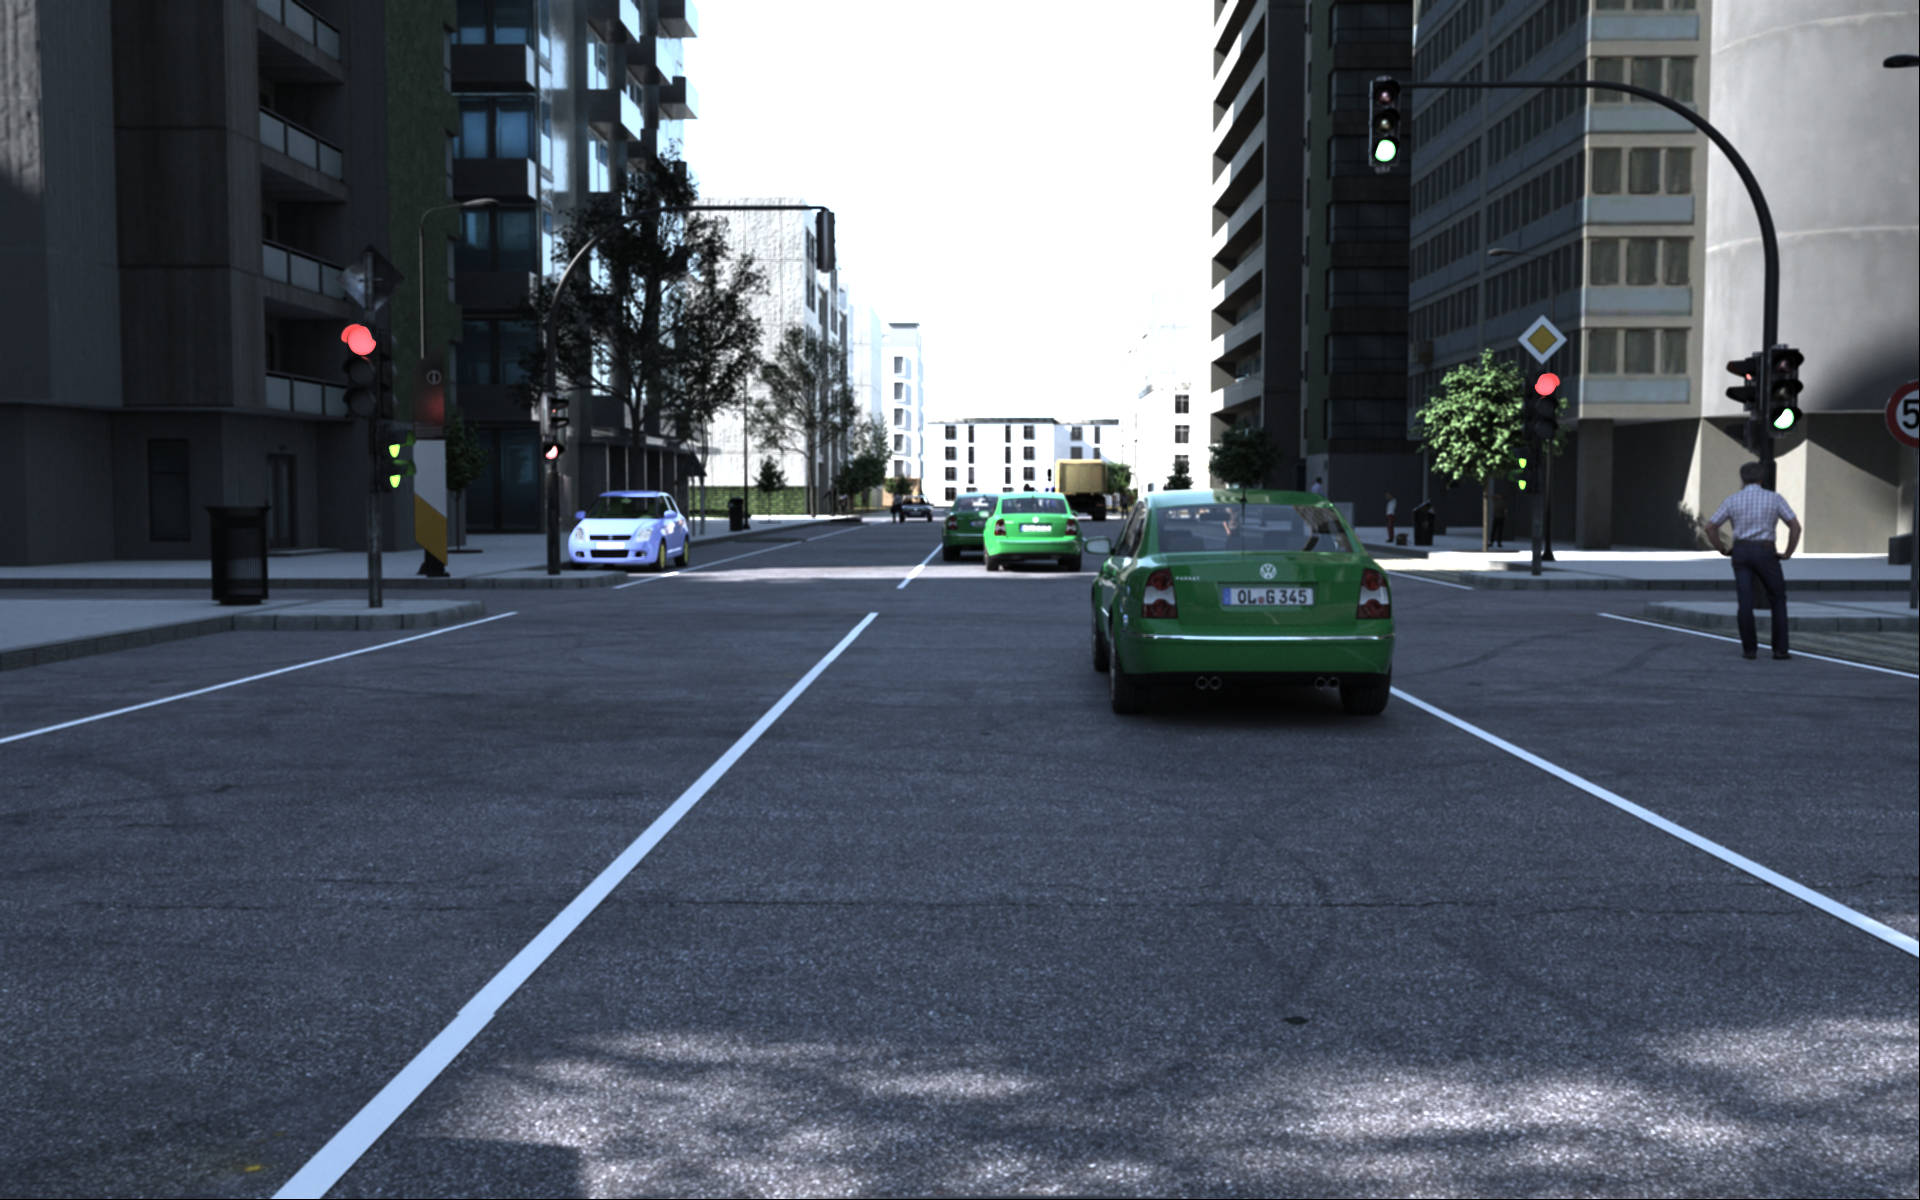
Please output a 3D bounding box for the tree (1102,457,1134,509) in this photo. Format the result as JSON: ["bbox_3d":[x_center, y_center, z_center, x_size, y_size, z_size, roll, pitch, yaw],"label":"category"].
[{"bbox_3d":[13.729,-10.328,152.573,4.285,4.588,4.351,0,3,0],"label":"tree"}]

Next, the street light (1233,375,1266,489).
[{"bbox_3d":[11.320,-5.809,67.518,1.470,5.913,1.316,0,4,1],"label":"street light"}]

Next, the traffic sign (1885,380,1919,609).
[{"bbox_3d":[10.687,-1.176,19.327,0.768,2.556,0.104,1,4,8],"label":"traffic sign"}]

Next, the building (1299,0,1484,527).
[{"bbox_3d":[21.492,-18.453,73.403,14.160,30.474,14.107,0,4,1],"label":"building"}]

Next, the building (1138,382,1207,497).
[{"bbox_3d":[19.013,-11.479,129.823,9.099,9.664,28.070,0,4,1],"label":"building"}]

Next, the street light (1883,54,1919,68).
[{"bbox_3d":[10.462,-2.809,18.470,1.470,5.913,1.316,0,4,1],"label":"street light"}]

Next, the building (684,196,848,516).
[{"bbox_3d":[-17.376,-15.440,118.907,16.747,18.905,31.486,0,4,1],"label":"building"}]

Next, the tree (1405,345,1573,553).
[{"bbox_3d":[11.538,-3.327,38.108,4.285,4.588,4.351,0,3,0],"label":"tree"}]

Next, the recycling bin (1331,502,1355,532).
[{"bbox_3d":[11.501,-2.424,52.180,0.722,1.027,0.722,1,4,19],"label":"recycling bin"}]

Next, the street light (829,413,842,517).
[{"bbox_3d":[-6.645,-7.650,97.617,1.470,5.913,1.316,0,4,1],"label":"street light"}]

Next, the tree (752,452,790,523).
[{"bbox_3d":[-8.644,-5.075,77.575,1.663,3.219,1.824,0,3,0],"label":"tree"}]

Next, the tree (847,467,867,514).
[{"bbox_3d":[-6.921,-7.329,114.437,1.663,3.219,1.824,0,3,0],"label":"tree"}]

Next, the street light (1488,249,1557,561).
[{"bbox_3d":[10.717,-3.698,33.003,1.470,5.913,1.316,0,4,1],"label":"street light"}]

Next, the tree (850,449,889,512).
[{"bbox_3d":[-6.768,-8.708,126.093,4.285,4.588,4.351,0,3,0],"label":"tree"}]

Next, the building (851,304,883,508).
[{"bbox_3d":[-23.852,-18.540,169.589,31.486,18.905,16.747,0,4,1],"label":"building"}]

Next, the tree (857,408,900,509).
[{"bbox_3d":[-7.053,-12.139,148.841,4.737,8.622,4.395,0,3,0],"label":"tree"}]

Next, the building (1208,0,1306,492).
[{"bbox_3d":[25.140,-28.558,90.617,21.300,48.544,21.600,0,4,1],"label":"building"}]

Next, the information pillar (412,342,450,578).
[{"bbox_3d":[-8.135,-2.157,26.616,0.504,3.616,0.183,-1,4,-14],"label":"information pillar"}]

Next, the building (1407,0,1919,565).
[{"bbox_3d":[25.626,-21.540,44.055,23.993,40.220,32.217,0,4,1],"label":"building"}]

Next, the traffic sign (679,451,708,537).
[{"bbox_3d":[-8.040,-3.193,52.216,0.884,2.594,0.081,0,4,7],"label":"traffic sign"}]

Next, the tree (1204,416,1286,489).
[{"bbox_3d":[11.976,-5.447,72.767,4.285,4.588,4.351,0,3,0],"label":"tree"}]

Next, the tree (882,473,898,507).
[{"bbox_3d":[-6.245,-9.812,155.034,1.663,3.219,1.824,0,3,0],"label":"tree"}]

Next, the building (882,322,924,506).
[{"bbox_3d":[-9.993,-20.804,196.561,11.380,20.091,16.016,0,4,1],"label":"building"}]

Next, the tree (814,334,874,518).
[{"bbox_3d":[-8.155,-9.638,91.992,7.601,10.594,8.767,0,4,-7],"label":"tree"}]

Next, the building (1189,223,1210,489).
[{"bbox_3d":[22.744,-15.446,108.962,16.016,20.091,11.380,0,4,1],"label":"building"}]

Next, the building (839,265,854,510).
[{"bbox_3d":[-16.546,-17.360,140.251,16.016,20.091,11.380,0,4,1],"label":"building"}]

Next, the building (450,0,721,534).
[{"bbox_3d":[-22.563,-27.355,66.864,23.786,49.044,30.456,0,4,1],"label":"building"}]

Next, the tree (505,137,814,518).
[{"bbox_3d":[-8.328,-6.766,45.034,7.601,10.594,8.767,0,4,4],"label":"tree"}]

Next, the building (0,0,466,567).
[{"bbox_3d":[-19.485,-21.512,35.312,14.154,41.232,14.086,0,4,1],"label":"building"}]

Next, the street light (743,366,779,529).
[{"bbox_3d":[-7.223,-5.515,62.705,1.470,5.913,1.316,0,4,1],"label":"street light"}]

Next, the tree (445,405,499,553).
[{"bbox_3d":[-11.121,-2.644,37.827,1.663,3.219,1.824,0,3,0],"label":"tree"}]

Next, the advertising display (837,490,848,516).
[{"bbox_3d":[-6.831,-5.845,100.771,0.123,1.923,0.974,2,4,30],"label":"advertising display"}]

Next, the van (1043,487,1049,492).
[{"bbox_3d":[8.108,-8.959,150.862,2.240,2.365,5.245,0,4,0],"label":"van"}]

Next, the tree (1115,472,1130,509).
[{"bbox_3d":[13.590,-9.319,146.969,1.663,3.219,1.824,0,3,0],"label":"tree"}]

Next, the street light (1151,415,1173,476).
[{"bbox_3d":[11.945,-7.920,102.033,1.470,5.913,1.316,0,4,1],"label":"street light"}]

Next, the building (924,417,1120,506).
[{"bbox_3d":[10.251,-15.344,193.029,28.070,9.664,9.099,0,4,1],"label":"building"}]

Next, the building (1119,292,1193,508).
[{"bbox_3d":[24.286,-17.954,160.007,16.747,18.905,31.486,0,4,1],"label":"building"}]

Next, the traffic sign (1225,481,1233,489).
[{"bbox_3d":[11.920,-4.638,75.833,0.884,2.594,0.081,0,4,6],"label":"traffic sign"}]

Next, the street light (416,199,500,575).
[{"bbox_3d":[-7.941,-3.357,27.435,1.470,5.913,1.316,0,4,1],"label":"street light"}]

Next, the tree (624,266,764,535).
[{"bbox_3d":[-8.394,-6.376,54.610,4.360,8.622,3.978,0,3,0],"label":"tree"}]
